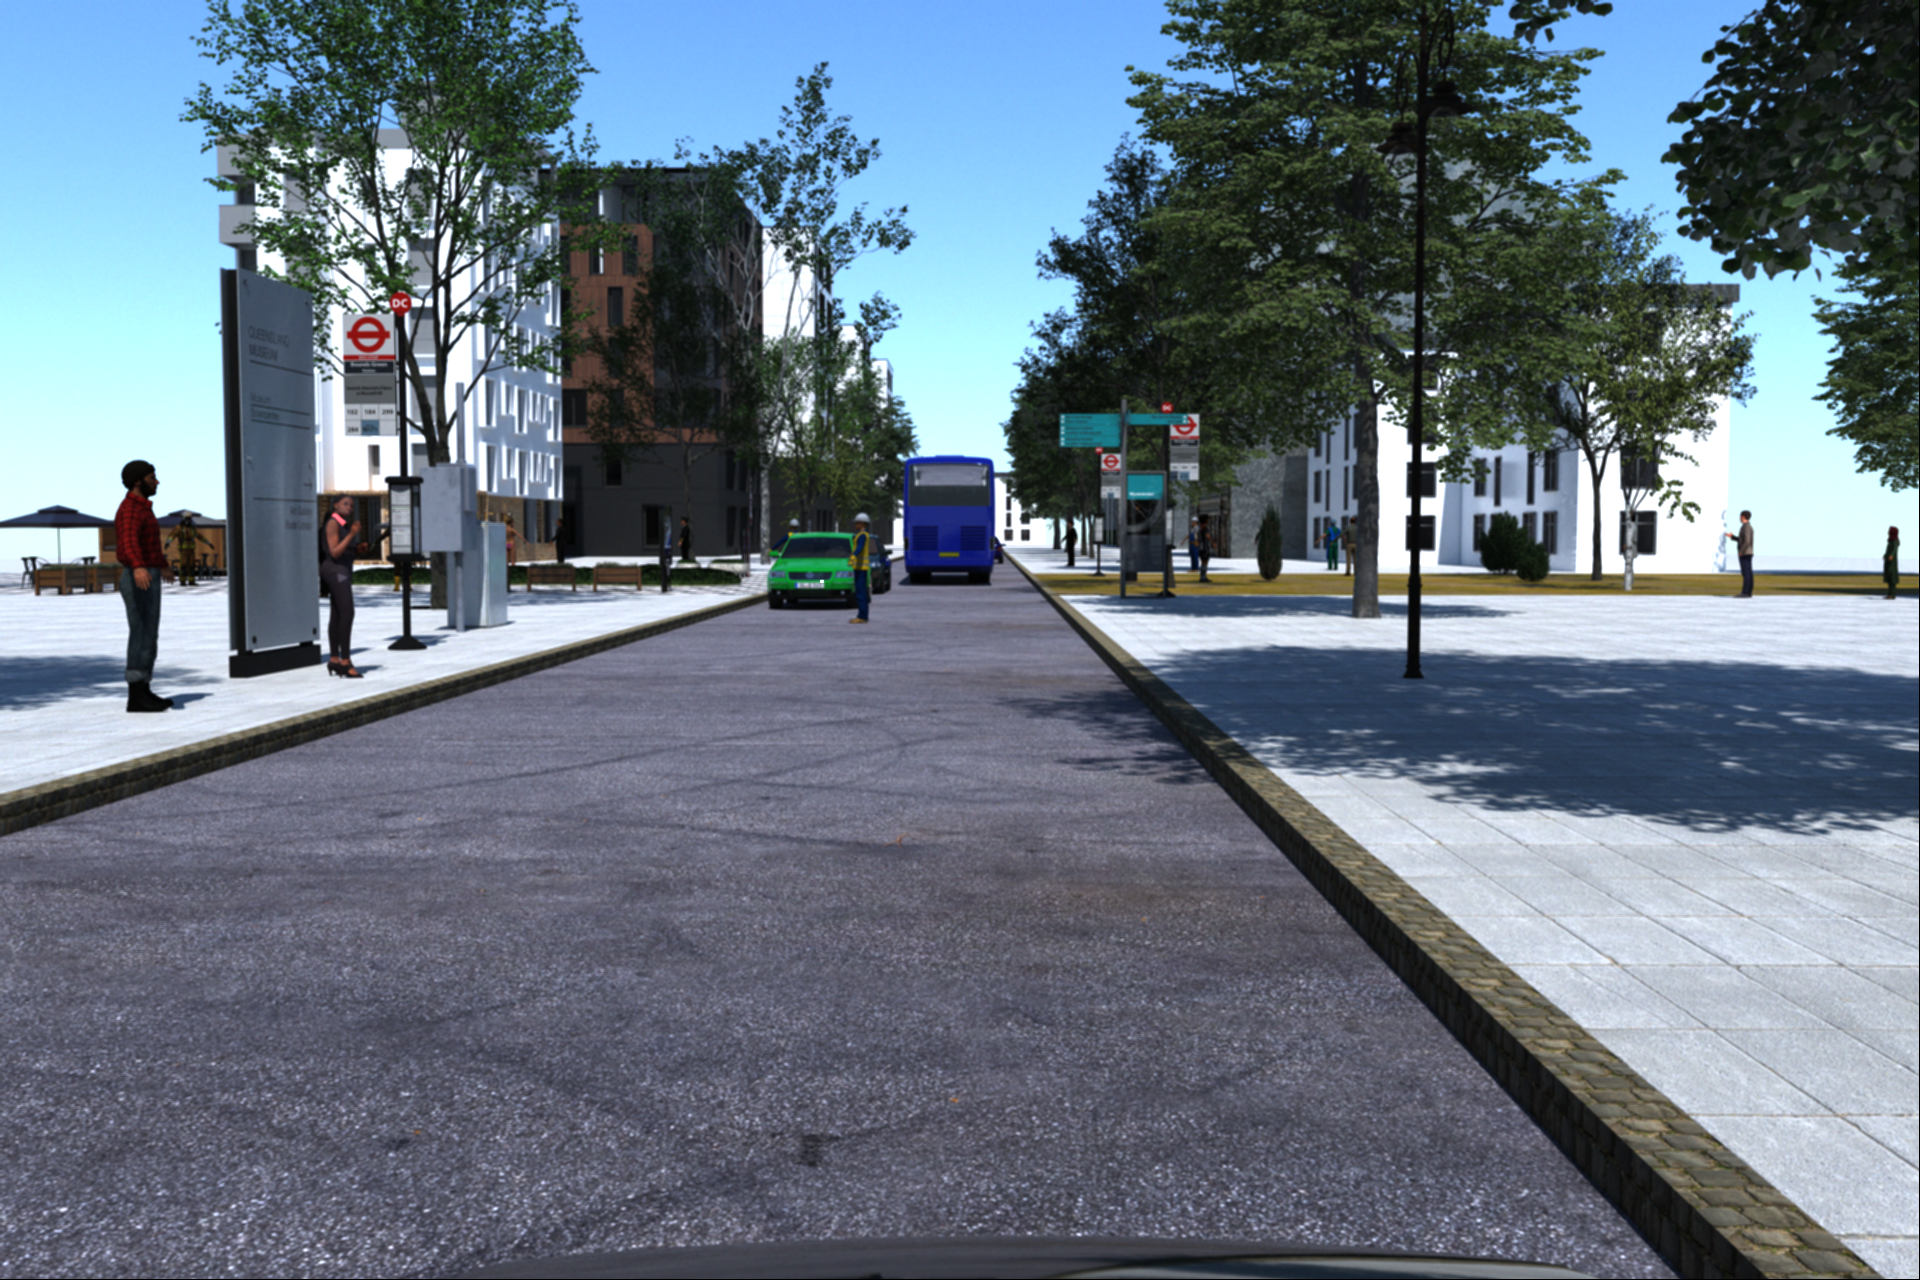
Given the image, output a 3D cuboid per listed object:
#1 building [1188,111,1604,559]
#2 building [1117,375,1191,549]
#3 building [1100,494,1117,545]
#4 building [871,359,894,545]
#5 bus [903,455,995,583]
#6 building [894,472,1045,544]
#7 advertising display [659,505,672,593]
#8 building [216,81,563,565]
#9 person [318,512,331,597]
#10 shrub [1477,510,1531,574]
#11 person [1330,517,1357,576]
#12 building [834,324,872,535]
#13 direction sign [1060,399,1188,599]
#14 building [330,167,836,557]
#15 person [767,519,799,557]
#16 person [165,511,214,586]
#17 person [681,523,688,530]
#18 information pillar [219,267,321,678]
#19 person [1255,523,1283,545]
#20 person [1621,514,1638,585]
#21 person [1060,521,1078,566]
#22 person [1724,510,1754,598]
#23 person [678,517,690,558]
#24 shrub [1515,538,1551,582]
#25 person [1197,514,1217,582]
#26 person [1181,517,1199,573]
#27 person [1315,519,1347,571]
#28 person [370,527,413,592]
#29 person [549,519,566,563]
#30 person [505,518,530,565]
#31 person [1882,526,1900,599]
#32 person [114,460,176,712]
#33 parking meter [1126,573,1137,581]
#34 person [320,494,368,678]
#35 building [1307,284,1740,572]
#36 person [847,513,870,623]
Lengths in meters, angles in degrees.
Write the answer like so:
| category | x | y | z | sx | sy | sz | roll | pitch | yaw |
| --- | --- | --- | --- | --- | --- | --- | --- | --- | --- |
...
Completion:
| category | x | y | z | sx | sy | sz | roll | pitch | yaw |
| --- | --- | --- | --- | --- | --- | --- | --- | --- | --- |
| building | 23.333 | -16.323 | 97.814 | 19.493 | 23.208 | 18.063 | 0 | 4 | 1 |
| building | 24.450 | -20.102 | 159.593 | 19.493 | 23.208 | 18.063 | 0 | 4 | 1 |
| building | 25.988 | -20.794 | 206.443 | 16.747 | 18.905 | 31.486 | 0 | 4 | 1 |
| building | -22.448 | -21.792 | 200.278 | 27.936 | 21.610 | 32.646 | 0 | 4 | 1 |
| bus | -0.299 | -3.794 | 53.578 | 2.896 | 3.916 | 12.251 | 0 | 3 | 0 |
| building | -2.472 | -17.494 | 230.632 | 28.070 | 9.664 | 9.099 | 0 | 4 | -8 |
| advertising display | -6.491 | -2.018 | 38.204 | 0.123 | 1.923 | 0.974 | 0 | 4 | 0 |
| building | -25.066 | -13.298 | 73.850 | 16.016 | 20.090 | 11.380 | 0 | 4 | 1 |
| person | -12.848 | -1.736 | 35.162 | 0.721 | 1.737 | 1.214 | 2 | 4 | 32 |
| shrub | 17.412 | -3.143 | 55.433 | 1.661 | 2.075 | 1.752 | 0 | 3 | 0 |
| person | 11.992 | -2.858 | 52.997 | 1.348 | 1.796 | 0.705 | 0 | 4 | -6 |
| building | -23.390 | -19.743 | 166.765 | 27.936 | 21.610 | 32.646 | 0 | 4 | 1 |
| direction sign | 3.230 | -2.751 | 33.741 | 2.525 | 3.948 | 1.411 | 0 | 4 | 1 |
| building | -23.646 | -16.480 | 113.416 | 27.936 | 21.610 | 32.646 | 0 | 4 | 2 |
| person | -3.775 | -1.850 | 39.173 | 1.216 | 1.772 | 0.721 | -1 | 4 | -23 |
| person | -18.962 | -2.248 | 42.522 | 0.705 | 1.858 | 1.354 | 2 | 4 | 30 |
| person | -10.185 | -3.562 | 64.370 | 0.705 | 1.813 | 1.348 | -1 | 4 | -8 |
| information pillar | -6.403 | -1.518 | 16.141 | 0.184 | 3.620 | 1.656 | 0 | 4 | 2 |
| person | 10.022 | -3.036 | 56.351 | 0.721 | 1.740 | 1.216 | -3 | 4 | -36 |
| person | 16.817 | -2.286 | 43.558 | 0.705 | 1.806 | 1.347 | 1 | 4 | 22 |
| person | 4.377 | -3.824 | 68.707 | 0.705 | 1.806 | 1.347 | -2 | 4 | -23 |
| person | 15.754 | -1.745 | 35.112 | 0.617 | 1.759 | 0.750 | -3 | 5 | -43 |
| person | -8.798 | -3.015 | 55.236 | 0.705 | 1.837 | 1.347 | 0 | 4 | -3 |
| shrub | 15.394 | -2.167 | 46.544 | 1.383 | 1.207 | 1.383 | 0 | 3 | 0 |
| person | 6.562 | -2.455 | 46.283 | 0.704 | 1.843 | 1.345 | -1 | 4 | -9 |
| person | 7.737 | -3.146 | 57.298 | 0.705 | 1.847 | 1.347 | -2 | 4 | -24 |
| person | 13.114 | -3.357 | 61.011 | 1.347 | 1.817 | 0.704 | -2 | 4 | -24 |
| person | -12.421 | -1.983 | 38.552 | 1.346 | 1.812 | 0.704 | -1 | 4 | -18 |
| person | -13.462 | -3.178 | 58.192 | 0.704 | 1.802 | 1.346 | 0 | 4 | 7 |
| person | -12.760 | -2.599 | 49.294 | 1.217 | 1.733 | 0.721 | 1 | 4 | 22 |
| person | 18.296 | -1.524 | 34.132 | 0.599 | 1.438 | 0.989 | 1 | 4 | 22 |
| person | -5.910 | -0.396 | 12.581 | 0.704 | 1.816 | 1.345 | -1 | 4 | -17 |
| parking meter | 4.631 | -2.362 | 47.028 | 0.372 | 1.533 | 0.369 | 0 | 3 | 0 |
| person | -5.507 | -0.494 | 15.585 | 0.593 | 1.643 | 0.415 | 2 | 4 | 32 |
| building | 21.641 | -7.960 | 72.294 | 9.099 | 9.664 | 28.070 | 0 | 4 | 0 |
| person | -1.675 | -1.164 | 27.953 | 0.721 | 1.772 | 1.216 | 0 | 4 | 4 |
